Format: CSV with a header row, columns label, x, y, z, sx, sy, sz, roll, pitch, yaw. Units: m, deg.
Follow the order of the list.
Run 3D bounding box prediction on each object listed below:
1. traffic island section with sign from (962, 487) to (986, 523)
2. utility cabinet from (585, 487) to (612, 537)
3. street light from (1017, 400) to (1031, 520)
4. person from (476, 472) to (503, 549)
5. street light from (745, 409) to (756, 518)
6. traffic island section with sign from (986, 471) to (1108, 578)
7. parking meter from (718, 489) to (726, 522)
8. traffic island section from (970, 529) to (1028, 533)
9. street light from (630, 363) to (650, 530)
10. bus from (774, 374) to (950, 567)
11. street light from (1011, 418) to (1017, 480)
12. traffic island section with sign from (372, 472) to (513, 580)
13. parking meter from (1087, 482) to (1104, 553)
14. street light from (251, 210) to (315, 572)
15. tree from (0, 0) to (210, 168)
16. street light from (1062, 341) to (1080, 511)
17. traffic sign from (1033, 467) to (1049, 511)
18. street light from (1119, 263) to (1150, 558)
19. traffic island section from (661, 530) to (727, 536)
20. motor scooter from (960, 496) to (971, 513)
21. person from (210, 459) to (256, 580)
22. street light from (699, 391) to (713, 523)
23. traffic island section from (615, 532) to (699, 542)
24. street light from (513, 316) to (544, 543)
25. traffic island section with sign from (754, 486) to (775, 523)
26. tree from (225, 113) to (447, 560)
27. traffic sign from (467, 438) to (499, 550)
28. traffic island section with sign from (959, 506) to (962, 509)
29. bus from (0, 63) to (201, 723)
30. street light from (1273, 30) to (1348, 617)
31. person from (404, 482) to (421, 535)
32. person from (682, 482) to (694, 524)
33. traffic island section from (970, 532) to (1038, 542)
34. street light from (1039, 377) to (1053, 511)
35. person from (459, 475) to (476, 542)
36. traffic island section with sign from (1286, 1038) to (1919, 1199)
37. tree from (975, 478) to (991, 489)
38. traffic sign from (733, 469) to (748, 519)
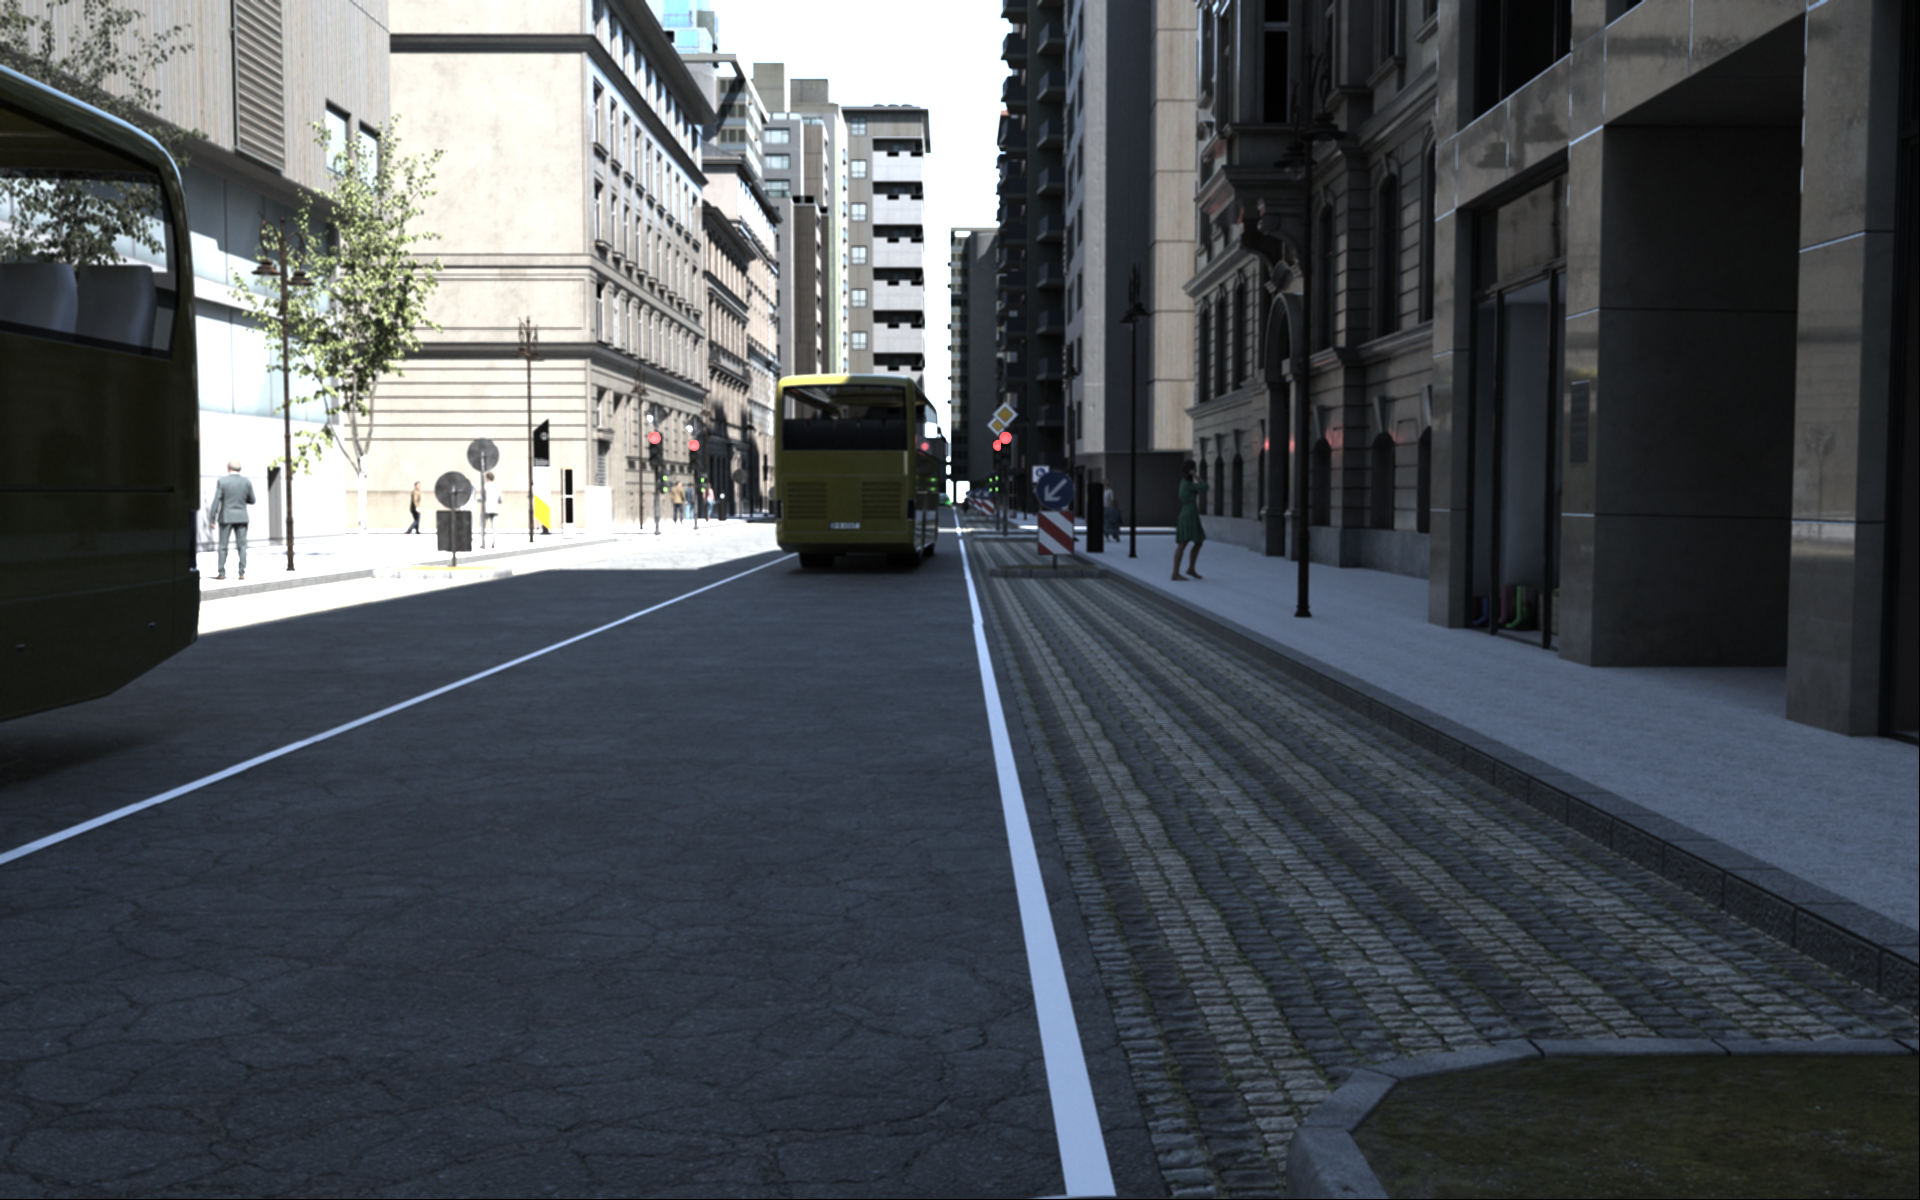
label,x,y,z,sx,sy,sz,roll,pitch,yaw
traffic island section with sign,1.246,-4.697,85.416,1.989,1.847,2.006,0,4,0
utility cabinet,-10.853,-2.652,52.042,0.318,1.500,1.173,1,4,13
street light,3.228,-6.887,85.390,0.468,5.910,1.993,0,4,0
person,-11.084,-2.106,40.670,0.583,1.804,0.606,3,4,38
street light,-11.402,-7.442,94.460,0.468,5.910,1.993,0,4,0
traffic island section with sign,1.509,-1.318,30.174,1.989,1.847,2.006,0,4,0
parking meter,-11.119,-4.439,80.983,0.372,1.533,0.369,0,3,0
traffic island section,1.357,-2.357,60.813,2.009,0.180,2.903,0,4,0
street light,-11.309,-5.414,61.305,0.468,5.910,1.993,0,4,0
bus,-1.872,-2.764,36.741,2.896,3.916,12.252,0,4,2
street light,3.245,-7.917,102.231,0.468,5.910,1.993,0,4,0
traffic island section with sign,-8.811,-1.294,29.780,1.989,1.847,2.006,0,4,0
parking meter,2.976,-1.816,38.102,0.372,1.533,0.369,0,3,0
street light,-11.108,-3.412,28.569,0.468,5.910,1.993,0,4,0
tree,-12.124,-4.429,22.779,4.360,8.622,3.978,0,3,0
street light,3.345,-4.867,52.359,0.468,5.910,1.993,0,4,0
traffic sign,2.932,-3.723,62.993,0.606,2.300,0.079,0,4,5
street light,3.496,-3.798,34.881,0.468,5.910,1.993,0,4,0
traffic island section,-9.285,-2.354,60.765,2.009,0.180,2.903,0,4,0
motor scooter,0.422,-7.259,131.462,0.815,1.314,1.986,0,4,1
person,-10.865,-1.200,25.837,0.661,1.801,0.590,-3,5,-41
street light,-11.401,-6.428,77.882,0.468,5.910,1.993,0,4,0
traffic island section,-9.245,-1.865,52.780,2.009,0.180,2.903,0,4,0
street light,-11.211,-4.426,45.146,0.468,5.910,1.993,0,4,0
traffic island section with sign,-9.081,-4.694,85.369,1.989,1.847,2.006,0,4,0
tree,-11.777,-5.093,33.631,4.737,8.622,4.395,0,3,0
traffic sign,-10.851,-2.403,39.396,0.768,2.556,0.104,1,4,9
traffic island section with sign,1.104,-6.378,112.914,1.989,1.847,2.006,0,4,0
bus,-5.734,-0.781,4.324,2.896,3.916,12.252,0,4,-1
street light,3.587,-2.761,17.932,0.468,5.910,1.993,0,4,0
person,-17.715,-2.931,56.336,0.656,1.842,0.836,2,4,32
person,-11.407,-4.085,73.185,0.623,1.781,0.721,-2,4,-33
traffic island section,1.396,-1.868,52.828,2.009,0.180,2.903,0,4,0
street light,3.398,-5.859,68.589,0.468,5.910,1.993,0,4,0
person,-13.238,-2.468,46.622,0.478,1.798,0.641,-1,4,-22
traffic island section with sign,1.655,0.342,3.030,1.989,1.847,2.006,0,4,0
tree,2.640,-13.137,209.391,1.663,3.219,1.824,0,3,0
traffic sign,-11.099,-5.346,87.507,0.768,2.556,0.104,0,4,4
